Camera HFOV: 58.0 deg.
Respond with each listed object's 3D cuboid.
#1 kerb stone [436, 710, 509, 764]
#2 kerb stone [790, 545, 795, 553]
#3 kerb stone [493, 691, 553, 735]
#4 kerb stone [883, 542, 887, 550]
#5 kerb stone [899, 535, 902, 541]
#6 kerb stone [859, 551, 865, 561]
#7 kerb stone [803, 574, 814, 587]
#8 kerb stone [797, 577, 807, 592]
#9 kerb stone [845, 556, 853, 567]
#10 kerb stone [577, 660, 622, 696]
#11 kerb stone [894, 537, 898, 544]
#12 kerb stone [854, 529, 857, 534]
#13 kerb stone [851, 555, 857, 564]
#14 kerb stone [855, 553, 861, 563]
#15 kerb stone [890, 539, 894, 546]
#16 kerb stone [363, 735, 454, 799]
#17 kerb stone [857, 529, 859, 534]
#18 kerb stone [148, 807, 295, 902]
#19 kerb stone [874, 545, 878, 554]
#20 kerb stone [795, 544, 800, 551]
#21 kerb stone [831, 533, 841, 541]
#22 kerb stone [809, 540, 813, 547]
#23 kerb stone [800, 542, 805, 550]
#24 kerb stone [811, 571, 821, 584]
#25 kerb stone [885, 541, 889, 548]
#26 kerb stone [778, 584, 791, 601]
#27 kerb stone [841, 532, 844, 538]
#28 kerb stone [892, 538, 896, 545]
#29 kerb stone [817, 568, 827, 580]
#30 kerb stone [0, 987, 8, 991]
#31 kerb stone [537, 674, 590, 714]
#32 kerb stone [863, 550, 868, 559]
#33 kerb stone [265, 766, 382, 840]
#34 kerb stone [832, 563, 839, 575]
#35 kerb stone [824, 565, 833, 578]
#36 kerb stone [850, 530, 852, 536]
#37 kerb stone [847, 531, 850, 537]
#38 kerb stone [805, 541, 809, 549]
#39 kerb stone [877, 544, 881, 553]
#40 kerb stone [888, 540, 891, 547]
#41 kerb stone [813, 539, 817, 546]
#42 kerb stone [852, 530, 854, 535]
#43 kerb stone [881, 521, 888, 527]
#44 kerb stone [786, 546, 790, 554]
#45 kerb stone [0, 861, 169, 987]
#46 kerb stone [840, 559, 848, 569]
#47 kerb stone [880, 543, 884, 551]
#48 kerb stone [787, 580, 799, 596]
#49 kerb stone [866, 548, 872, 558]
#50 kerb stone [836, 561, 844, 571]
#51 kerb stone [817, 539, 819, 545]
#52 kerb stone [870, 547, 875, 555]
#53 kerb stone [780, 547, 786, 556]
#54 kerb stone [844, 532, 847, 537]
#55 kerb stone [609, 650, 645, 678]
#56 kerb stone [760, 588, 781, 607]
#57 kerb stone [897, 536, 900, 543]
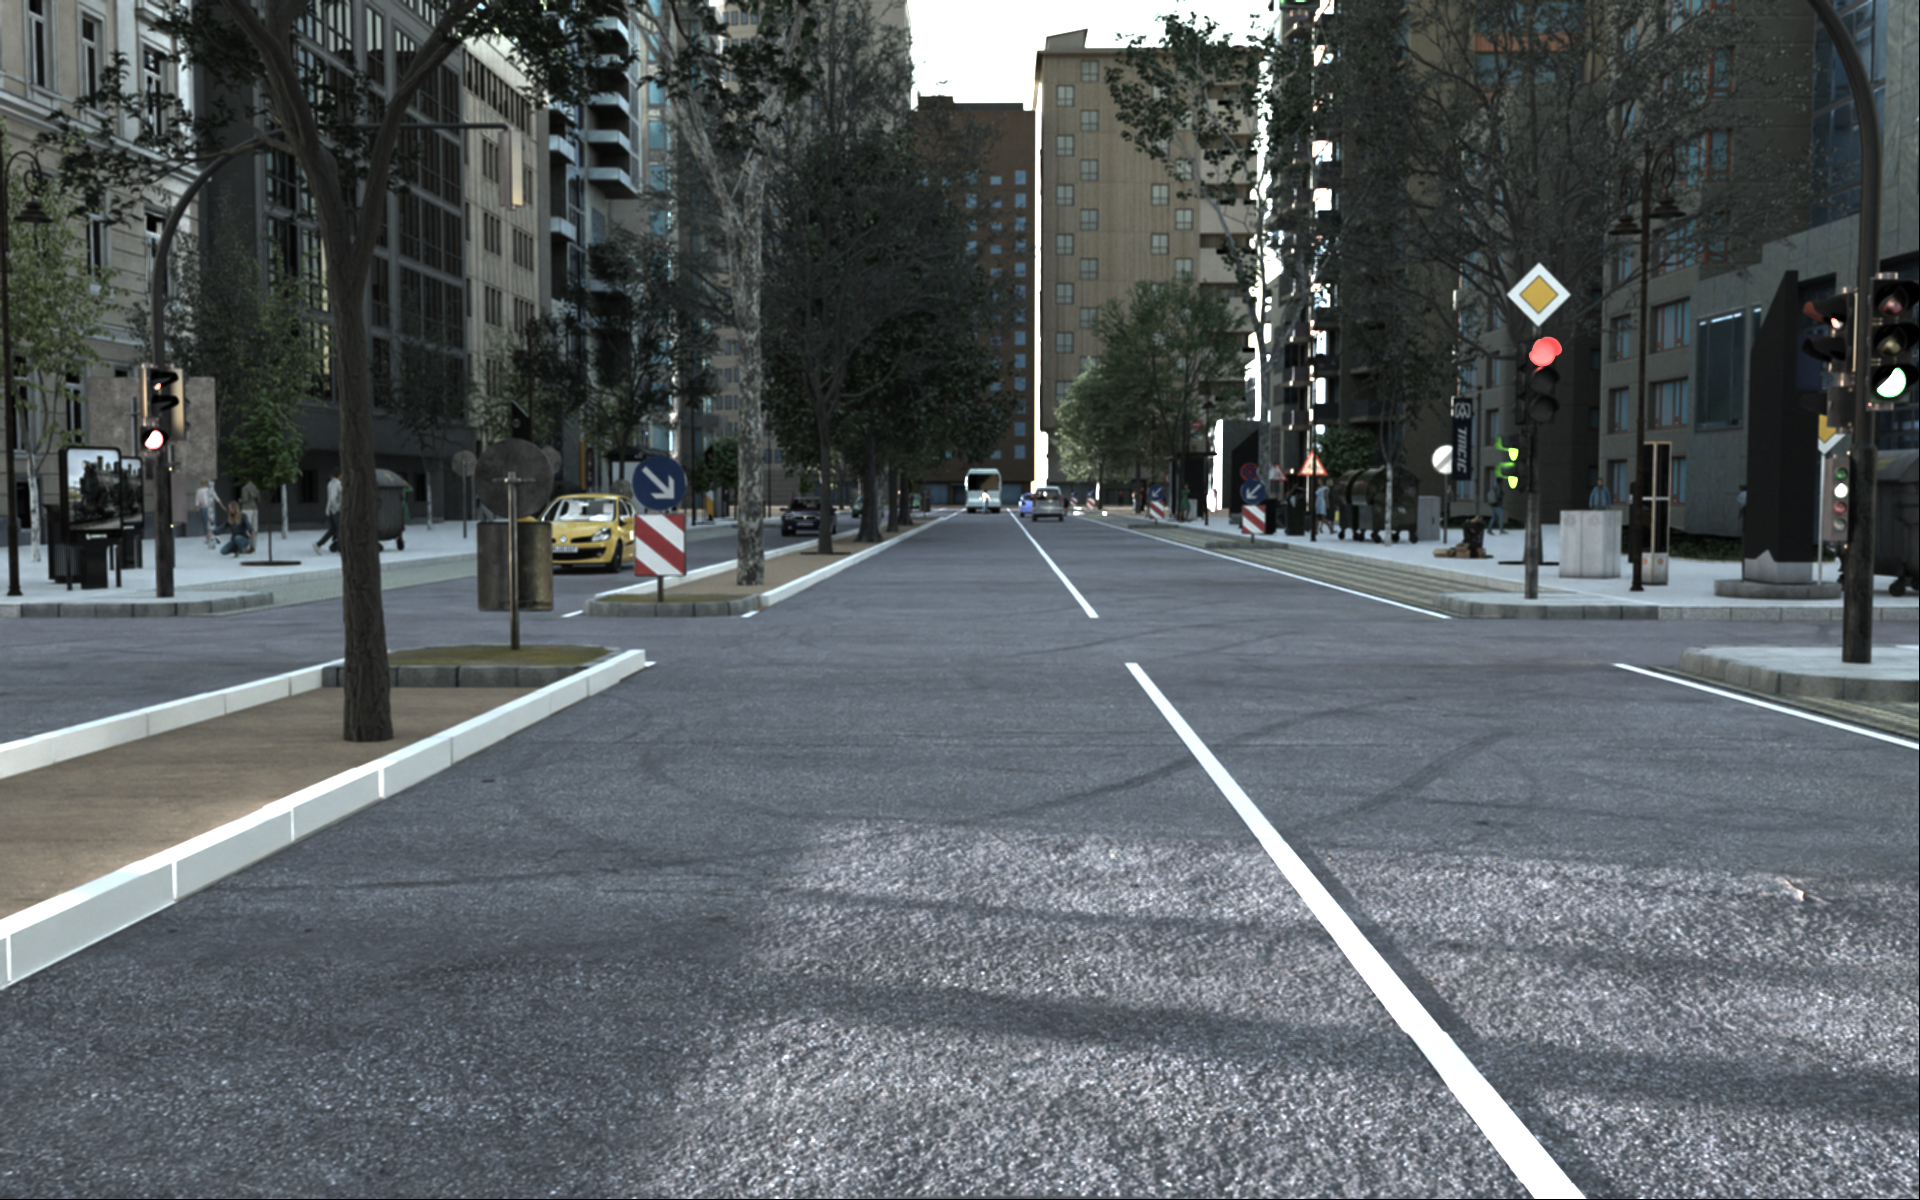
[{"bbox_3d":[-2.729,0.767,9.651,0.120,0.150,1.000,0,4,1],"label":"kerb stone"},{"bbox_3d":[-4.171,-1.210,41.979,0.120,0.150,1.000,0,4,1],"label":"kerb stone"},{"bbox_3d":[-2.713,0.705,10.673,0.120,0.150,1.000,0,4,1],"label":"kerb stone"},{"bbox_3d":[-2.018,-1.333,43.987,0.120,0.150,1.000,0,4,1],"label":"kerb stone"},{"bbox_3d":[-1.876,-1.772,51.160,0.120,0.150,1.000,0,4,1],"label":"kerb stone"},{"bbox_3d":[-2.178,-0.893,36.797,0.120,0.150,1.000,0,4,1],"label":"kerb stone"},{"bbox_3d":[-2.385,-0.267,26.557,0.120,0.150,1.000,0,4,1],"label":"kerb stone"},{"bbox_3d":[-2.403,-0.204,25.535,0.120,0.150,1.000,0,4,1],"label":"kerb stone"},{"bbox_3d":[-2.243,-0.705,33.722,0.120,0.150,1.000,0,4,1],"label":"kerb stone"},{"bbox_3d":[-2.669,0.579,12.724,0.120,0.150,1.000,0,4,1],"label":"kerb stone"},{"bbox_3d":[-1.912,-1.647,49.116,0.120,0.150,1.000,0,4,1],"label":"kerb stone"},{"bbox_3d":[-3.787,-2.338,60.414,0.120,0.150,1.000,0,4,1],"label":"kerb stone"},{"bbox_3d":[-2.221,-0.765,34.751,0.120,0.150,1.000,0,4,1],"label":"kerb stone"},{"bbox_3d":[-2.190,-0.831,35.775,0.120,0.150,1.000,0,4,1],"label":"kerb stone"},{"bbox_3d":[-1.959,-1.521,47.063,0.120,0.150,1.000,0,4,1],"label":"kerb stone"},{"bbox_3d":[-2.751,0.830,8.621,0.120,0.150,1.000,0,4,1],"label":"kerb stone"},{"bbox_3d":[-3.763,-2.400,61.438,0.120,0.150,1.000,0,4,1],"label":"kerb stone"},{"bbox_3d":[-2.798,0.959,6.574,0.120,0.150,1.000,0,4,1],"label":"kerb stone"},{"bbox_3d":[-2.088,-1.143,40.915,0.120,0.150,1.000,0,4,1],"label":"kerb stone"},{"bbox_3d":[-4.147,-1.272,43.001,0.120,0.150,1.000,0,4,1],"label":"kerb stone"},{"bbox_3d":[-3.915,-1.959,54.267,0.120,0.150,1.000,0,4,1],"label":"kerb stone"},{"bbox_3d":[-4.082,-1.460,46.071,0.120,0.150,1.000,0,4,1],"label":"kerb stone"},{"bbox_3d":[-4.121,-1.335,44.023,0.120,0.150,1.000,0,4,1],"label":"kerb stone"},{"bbox_3d":[-2.368,-0.322,27.580,0.120,0.150,1.000,0,4,1],"label":"kerb stone"},{"bbox_3d":[-2.003,-1.396,45.014,0.120,0.150,1.000,0,4,1],"label":"kerb stone"},{"bbox_3d":[-2.448,-0.076,23.485,0.120,0.150,1.000,0,4,1],"label":"kerb stone"},{"bbox_3d":[-3.890,-2.022,55.289,0.120,0.150,1.000,0,4,1],"label":"kerb stone"},{"bbox_3d":[-1.941,-1.582,48.094,0.120,0.150,1.000,0,4,1],"label":"kerb stone"},{"bbox_3d":[-2.348,-0.392,28.602,0.120,0.150,1.000,0,4,1],"label":"kerb stone"},{"bbox_3d":[-2.835,1.080,4.530,0.120,0.150,1.000,0,4,1],"label":"kerb stone"},{"bbox_3d":[-2.696,0.642,11.696,0.120,0.150,1.000,0,4,1],"label":"kerb stone"},{"bbox_3d":[-2.152,-0.956,37.820,0.120,0.150,1.000,0,4,1],"label":"kerb stone"},{"bbox_3d":[-2.784,0.893,7.599,0.120,0.150,1.000,0,4,1],"label":"kerb stone"},{"bbox_3d":[-2.299,-0.517,30.655,0.120,0.150,1.000,0,4,1],"label":"kerb stone"},{"bbox_3d":[-2.319,-0.455,29.628,0.120,0.150,1.000,0,4,1],"label":"kerb stone"},{"bbox_3d":[-3.822,-2.205,58.357,0.120,0.150,1.000,0,4,1],"label":"kerb stone"},{"bbox_3d":[-3.843,-2.149,57.335,0.120,0.150,1.000,0,4,1],"label":"kerb stone"},{"bbox_3d":[-4.102,-1.391,45.050,0.120,0.150,1.000,0,4,1],"label":"kerb stone"},{"bbox_3d":[-2.061,-1.208,41.943,0.120,0.150,1.000,0,4,1],"label":"kerb stone"},{"bbox_3d":[-1.984,-1.458,46.037,0.120,0.150,1.000,0,4,1],"label":"kerb stone"},{"bbox_3d":[-4.061,-1.520,47.094,0.120,0.150,1.000,0,4,1],"label":"kerb stone"},{"bbox_3d":[-3.807,-2.274,59.387,0.120,0.150,1.000,0,4,1],"label":"kerb stone"},{"bbox_3d":[-3.400,-3.463,78.842,0.120,0.150,1.000,0,4,1],"label":"kerb stone"},{"bbox_3d":[-4.192,-1.144,40.947,0.120,0.150,1.000,0,4,1],"label":"kerb stone"},{"bbox_3d":[-2.819,1.018,5.552,0.120,0.150,1.000,0,4,1],"label":"kerb stone"},{"bbox_3d":[-2.265,-0.637,32.700,0.120,0.150,1.000,0,4,1],"label":"kerb stone"},{"bbox_3d":[-2.050,-1.267,42.965,0.120,0.150,1.000,0,4,1],"label":"kerb stone"},{"bbox_3d":[-2.425,-0.141,24.507,0.120,0.150,1.000,0,4,1],"label":"kerb stone"},{"bbox_3d":[-2.132,-1.018,38.842,0.120,0.150,1.000,0,4,1],"label":"kerb stone"},{"bbox_3d":[-2.279,-0.575,31.677,0.120,0.150,1.000,0,4,1],"label":"kerb stone"},{"bbox_3d":[-4.051,-1.585,48.118,0.120,0.150,1.000,0,4,1],"label":"kerb stone"},{"bbox_3d":[-2.114,-1.082,39.887,0.120,0.150,1.000,0,4,1],"label":"kerb stone"},{"bbox_3d":[-4.200,-1.084,39.924,0.120,0.150,1.000,0,4,1],"label":"kerb stone"},{"bbox_3d":[-3.869,-2.087,56.313,0.120,0.150,1.000,0,4,1],"label":"kerb stone"},{"bbox_3d":[-2.662,0.516,13.763,0.120,0.150,1.000,0,4,1],"label":"kerb stone"},{"bbox_3d":[-2.475,-0.016,22.459,0.120,0.150,1.000,0,4,1],"label":"kerb stone"},{"bbox_3d":[-1.892,-1.709,50.138,0.120,0.150,1.000,0,4,1],"label":"kerb stone"}]
